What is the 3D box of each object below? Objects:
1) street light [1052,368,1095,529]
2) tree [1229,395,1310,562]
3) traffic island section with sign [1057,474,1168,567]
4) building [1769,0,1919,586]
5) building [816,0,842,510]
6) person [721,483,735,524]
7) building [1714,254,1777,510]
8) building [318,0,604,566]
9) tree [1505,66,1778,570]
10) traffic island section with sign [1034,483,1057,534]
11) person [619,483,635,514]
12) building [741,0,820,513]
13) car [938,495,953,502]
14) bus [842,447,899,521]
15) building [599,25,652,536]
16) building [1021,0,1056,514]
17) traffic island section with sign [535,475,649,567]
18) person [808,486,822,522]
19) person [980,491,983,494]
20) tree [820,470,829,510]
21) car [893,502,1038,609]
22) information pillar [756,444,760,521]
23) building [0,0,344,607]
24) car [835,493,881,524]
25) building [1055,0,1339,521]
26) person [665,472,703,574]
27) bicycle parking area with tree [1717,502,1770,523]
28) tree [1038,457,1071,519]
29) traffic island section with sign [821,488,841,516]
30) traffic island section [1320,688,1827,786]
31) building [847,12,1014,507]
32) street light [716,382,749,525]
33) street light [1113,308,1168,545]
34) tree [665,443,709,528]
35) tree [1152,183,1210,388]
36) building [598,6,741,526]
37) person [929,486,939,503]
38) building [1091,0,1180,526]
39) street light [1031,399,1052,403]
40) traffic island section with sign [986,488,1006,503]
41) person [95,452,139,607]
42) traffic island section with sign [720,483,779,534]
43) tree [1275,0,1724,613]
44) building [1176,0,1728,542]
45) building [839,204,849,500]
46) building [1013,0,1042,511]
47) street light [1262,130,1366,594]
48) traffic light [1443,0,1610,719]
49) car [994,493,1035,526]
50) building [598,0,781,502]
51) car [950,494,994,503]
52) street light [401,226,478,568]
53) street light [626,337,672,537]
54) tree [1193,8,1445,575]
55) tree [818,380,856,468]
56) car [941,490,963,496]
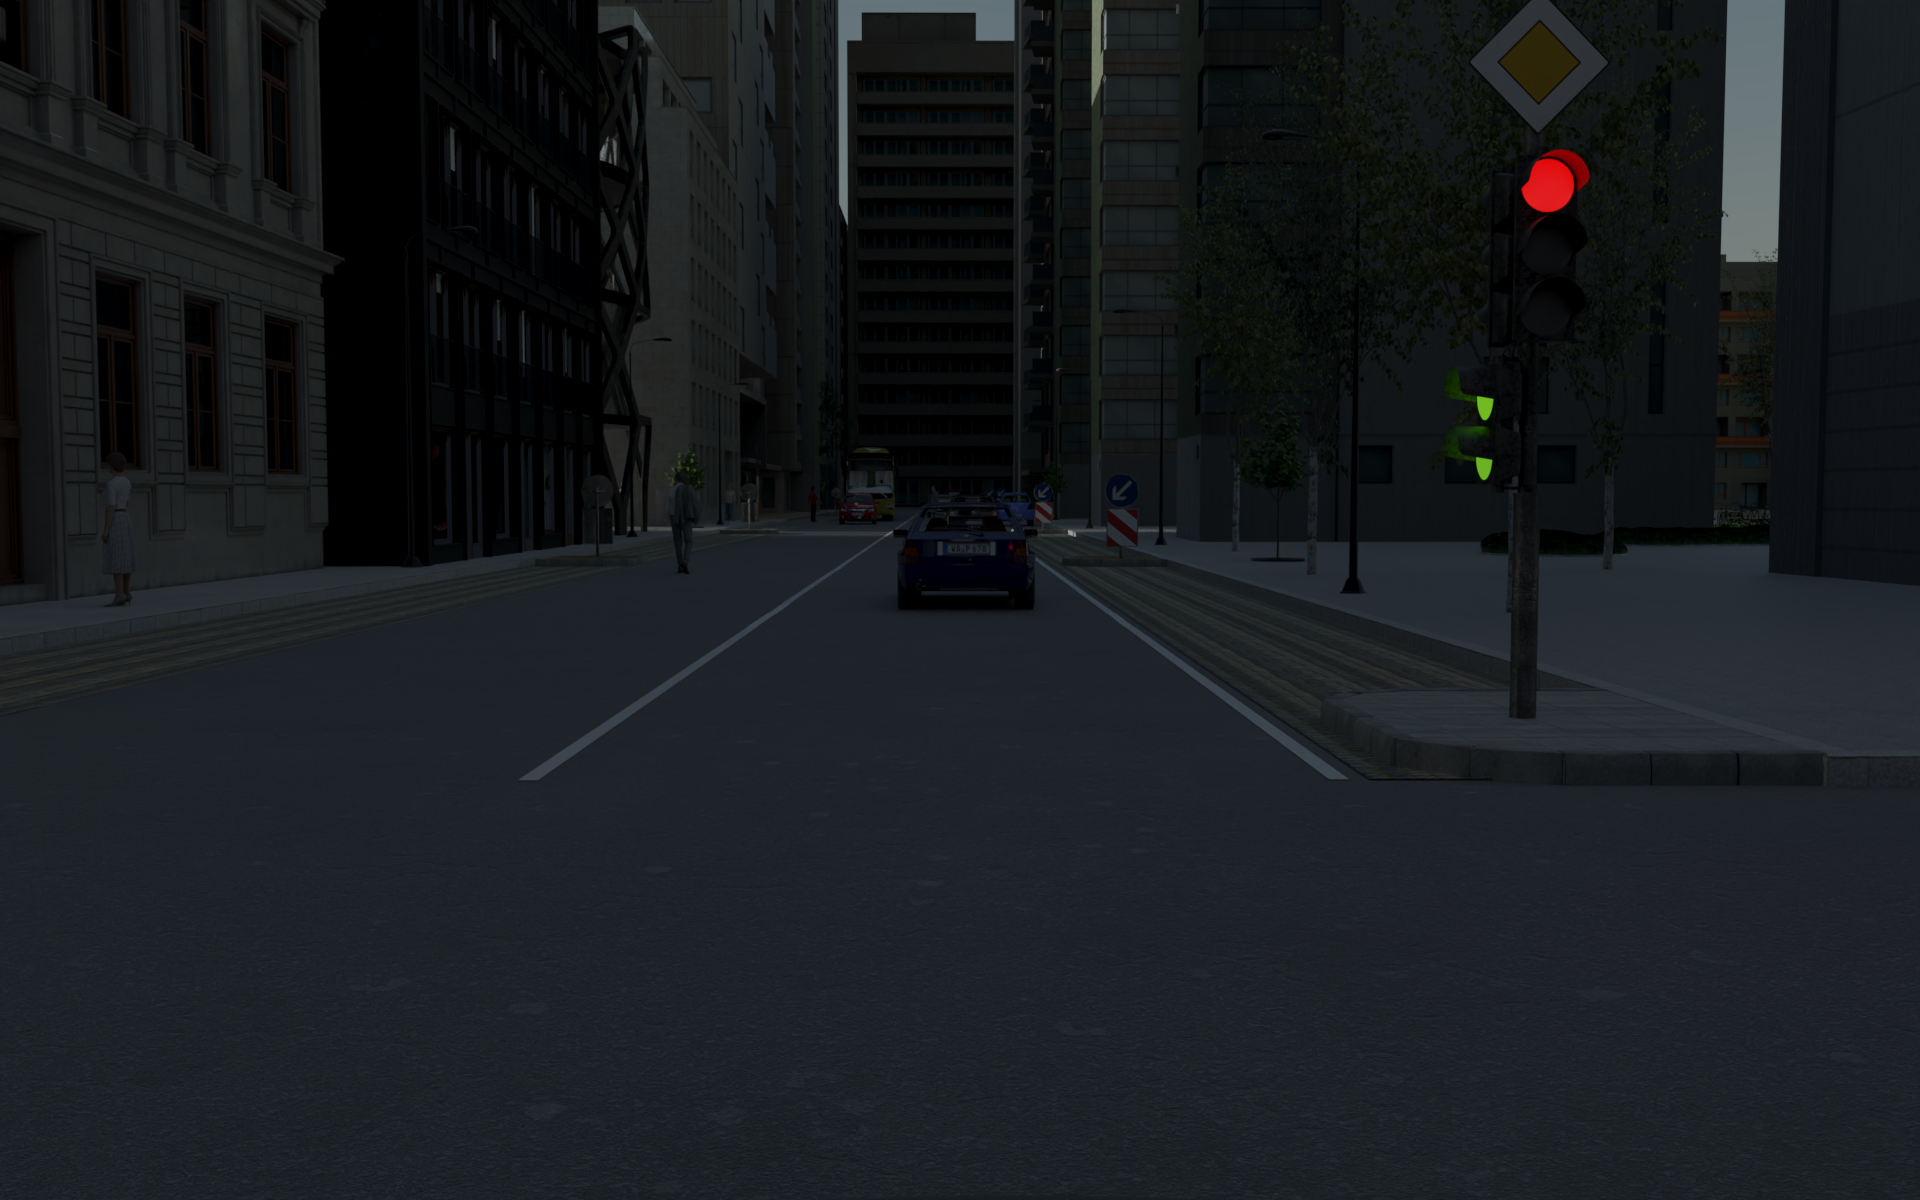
[{"bbox_3d":[4.266,-5.593,63.987,1.470,5.913,1.316,0,4,0],"label":"street light"},{"bbox_3d":[6.202,-2.361,33.203,1.663,3.219,1.824,0,3,0],"label":"tree"},{"bbox_3d":[3.070,-1.601,34.811,1.989,1.847,2.006,0,4,0],"label":"traffic island section with sign"},{"bbox_3d":[27.395,-29.124,18.169,28.212,58.520,21.231,0,4,0],"label":"building"},{"bbox_3d":[-21.255,-43.497,149.425,20.611,71.187,20.563,0,4,0],"label":"building"},{"bbox_3d":[-10.069,-4.203,75.440,0.731,1.740,0.598,1,4,11],"label":"person"},{"bbox_3d":[62.071,-18.531,148.015,28.899,21.520,27.650,0,4,0],"label":"building"},{"bbox_3d":[-15.617,-12.730,37.815,12.332,23.373,15.834,0,4,0],"label":"building"},{"bbox_3d":[10.788,-4.824,29.229,4.360,8.622,3.978,0,3,0],"label":"tree"},{"bbox_3d":[2.867,-3.302,62.608,1.989,1.847,2.006,0,4,0],"label":"traffic island section with sign"},{"bbox_3d":[-12.491,-3.567,64.720,0.532,1.782,0.716,1,4,12],"label":"person"},{"bbox_3d":[-17.326,-26.682,119.840,14.154,41.232,14.086,0,4,0],"label":"building"},{"bbox_3d":[-1.071,-6.722,122.268,2.083,1.381,4.827,0,4,0],"label":"car"},{"bbox_3d":[-4.824,-6.308,94.676,2.896,3.916,12.252,0,4,-2],"label":"bus"},{"bbox_3d":[-18.496,-11.424,54.227,16.820,18.784,16.811,0,4,0],"label":"building"},{"bbox_3d":[15.538,-28.328,117.779,22.147,44.769,28.867,0,4,0],"label":"building"},{"bbox_3d":[-7.349,-1.607,34.895,1.989,1.847,2.006,0,4,0],"label":"traffic island section with sign"},{"bbox_3d":[-7.409,-4.859,87.888,0.705,1.831,1.348,-2,4,-34],"label":"person"},{"bbox_3d":[1.863,-9.103,158.129,0.721,1.735,1.217,1,4,22],"label":"person"},{"bbox_3d":[-11.291,-8.900,140.121,1.663,3.219,1.824,0,3,0],"label":"tree"},{"bbox_3d":[0.074,-0.628,22.842,1.945,1.354,3.894,0,3,0],"label":"car"},{"bbox_3d":[-9.515,-5.508,81.418,0.183,3.616,0.504,0,4,-3],"label":"information pillar"},{"bbox_3d":[-15.840,-11.206,19.379,11.583,22.565,21.152,0,4,0],"label":"building"},{"bbox_3d":[-4.882,-4.530,83.103,2.155,1.783,4.494,0,4,-2],"label":"car"},{"bbox_3d":[12.216,-19.875,96.662,14.160,30.474,14.107,0,4,0],"label":"building"},{"bbox_3d":[-4.975,-1.382,31.194,0.679,1.850,0.850,0,4,-5],"label":"person"},{"bbox_3d":[37.781,-5.220,72.347,9.016,4.147,8.231,-1,4,-17],"label":"bicycle parking area with tree"},{"bbox_3d":[4.999,-5.774,89.014,1.663,3.219,1.824,0,3,0],"label":"tree"},{"bbox_3d":[-7.923,-6.300,111.639,1.989,1.847,2.006,0,4,0],"label":"traffic island section with sign"},{"bbox_3d":[3.255,0.754,9.955,2.009,0.180,2.903,0,4,0],"label":"traffic island section"},{"bbox_3d":[-0.491,-33.970,179.115,21.600,48.544,21.300,0,4,0],"label":"building"},{"bbox_3d":[-9.444,-6.081,71.963,1.470,5.913,1.316,0,4,0],"label":"street light"},{"bbox_3d":[4.523,-4.337,43.451,1.470,5.913,1.316,0,4,0],"label":"street light"},{"bbox_3d":[-10.351,-4.342,65.599,1.663,3.219,1.824,0,3,0],"label":"tree"},{"bbox_3d":[6.388,-5.384,38.391,4.737,8.622,4.395,0,3,0],"label":"tree"},{"bbox_3d":[-15.970,-13.568,76.587,10.420,20.320,16.860,0,4,0],"label":"building"},{"bbox_3d":[-1.216,-4.206,77.362,0.767,1.812,0.694,-2,4,-25],"label":"person"},{"bbox_3d":[12.529,-23.888,74.162,14.154,41.232,14.086,0,4,0],"label":"building"},{"bbox_3d":[4.189,-6.878,84.997,1.470,5.913,1.316,0,4,0],"label":"street light"},{"bbox_3d":[2.513,-6.307,111.751,1.989,1.847,2.006,0,4,0],"label":"traffic island section with sign"},{"bbox_3d":[-9.706,-0.807,19.803,0.524,1.755,0.480,0,4,0],"label":"person"},{"bbox_3d":[-7.557,-3.290,62.421,1.989,1.847,2.006,0,4,0],"label":"traffic island section with sign"},{"bbox_3d":[5.771,-4.172,18.581,4.737,8.622,4.395,0,3,0],"label":"tree"},{"bbox_3d":[13.399,-17.171,52.440,14.160,30.474,14.107,0,4,0],"label":"building"},{"bbox_3d":[-18.419,-24.655,174.804,14.107,30.474,14.160,0,4,0],"label":"building"},{"bbox_3d":[15.041,-36.938,145.937,21.231,58.520,28.212,0,4,0],"label":"building"},{"bbox_3d":[4.550,-3.041,22.257,1.470,5.913,1.316,0,4,0],"label":"street light"},{"bbox_3d":[3.215,-1.280,9.841,0.839,4.253,0.868,0,4,0],"label":"traffic light"},{"bbox_3d":[2.463,-4.208,78.391,1.945,1.707,3.694,0,4,0],"label":"car"},{"bbox_3d":[-24.978,-31.145,98.458,28.713,52.752,27.495,0,4,0],"label":"building"},{"bbox_3d":[0.363,-2.747,54.699,2.009,1.686,4.222,0,4,-1],"label":"car"},{"bbox_3d":[-9.058,-3.524,30.163,1.470,5.913,1.316,0,4,0],"label":"street light"},{"bbox_3d":[-9.225,-4.825,51.426,1.470,5.913,1.316,0,4,0],"label":"street light"},{"bbox_3d":[5.827,-4.702,27.240,4.360,8.622,3.978,0,3,0],"label":"tree"},{"bbox_3d":[-11.708,-12.091,132.103,8.767,10.594,7.601,1,4,11],"label":"tree"},{"bbox_3d":[-0.573,-8.960,155.164,2.281,1.827,5.304,0,4,0],"label":"car"}]
